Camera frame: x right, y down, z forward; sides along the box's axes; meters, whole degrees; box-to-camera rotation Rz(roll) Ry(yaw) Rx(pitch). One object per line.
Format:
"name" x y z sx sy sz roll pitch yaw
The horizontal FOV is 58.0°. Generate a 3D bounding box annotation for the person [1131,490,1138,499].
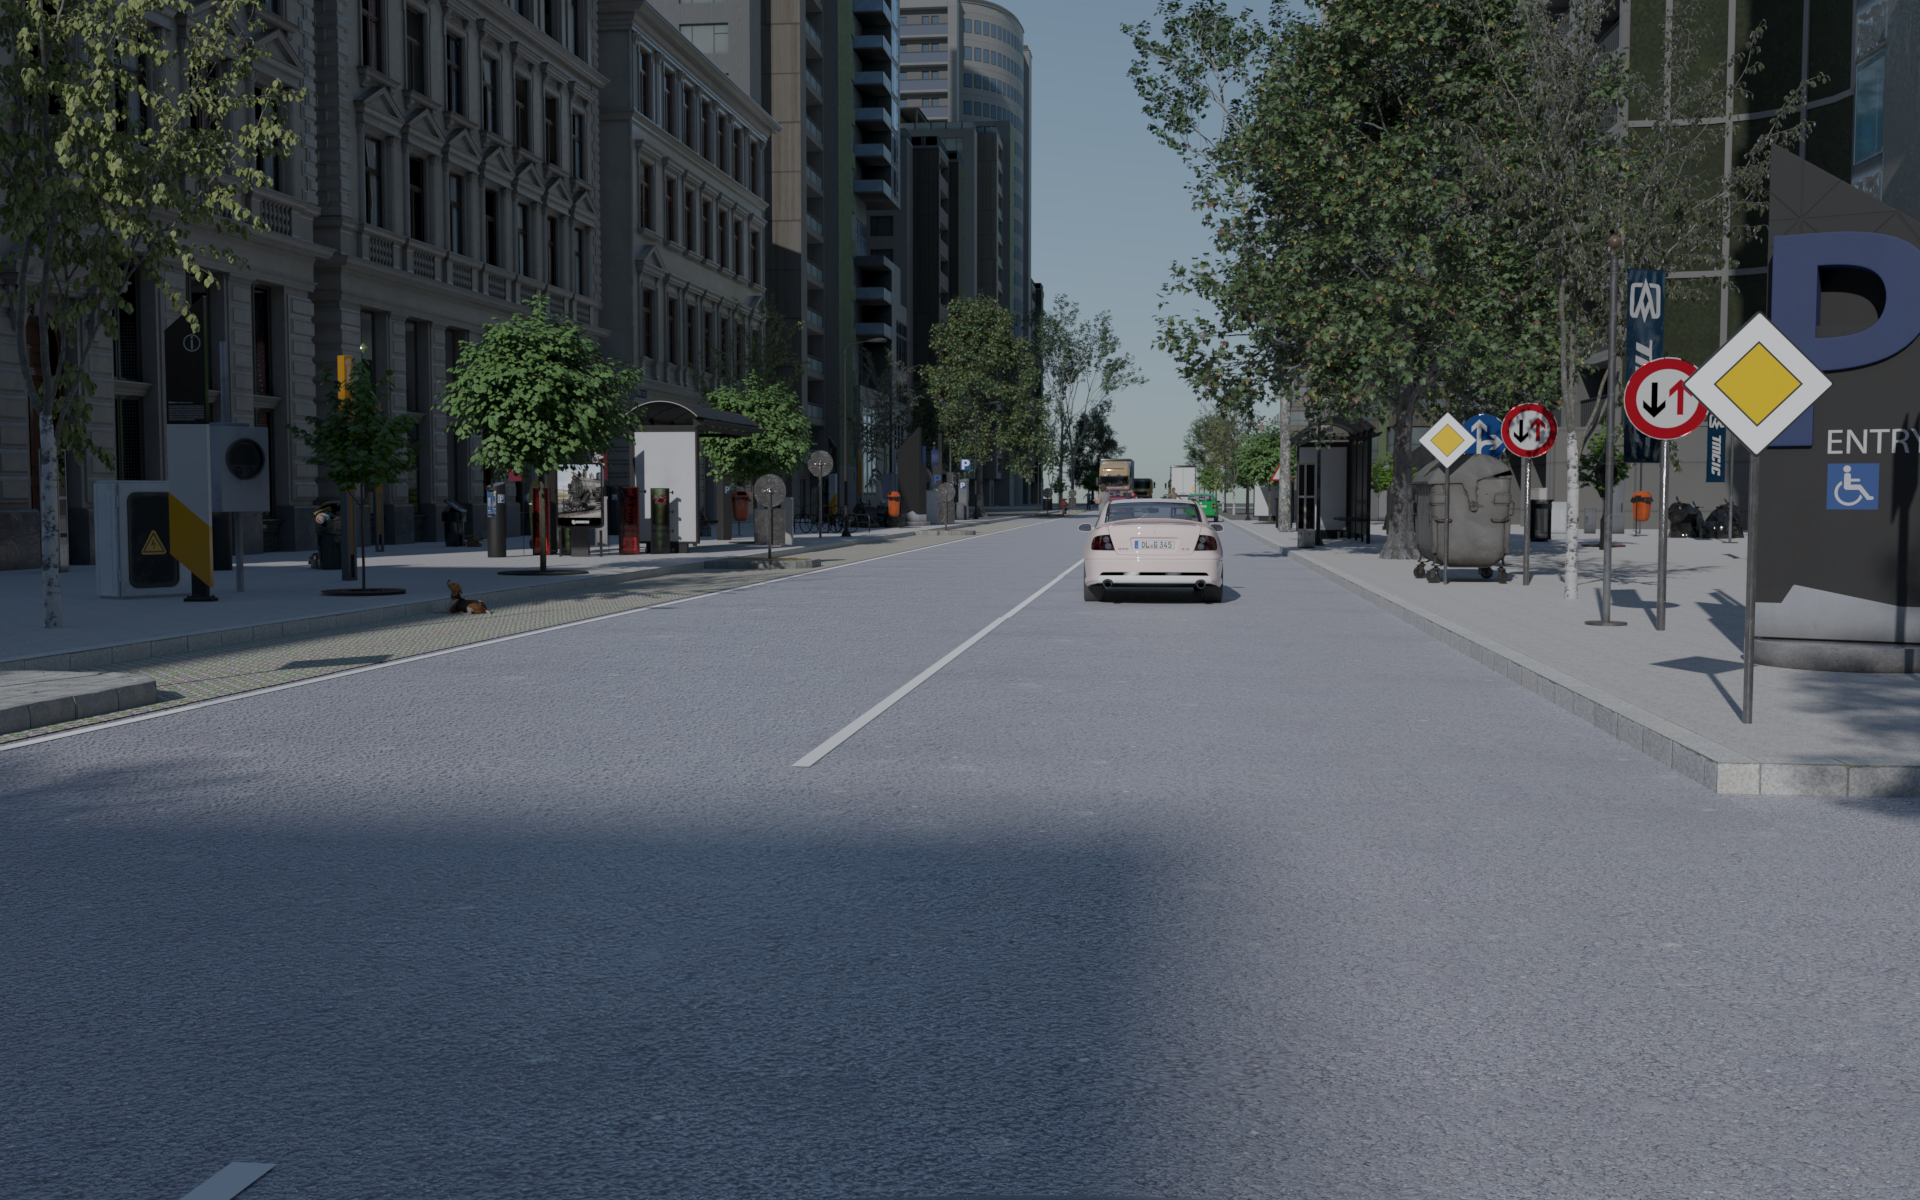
"person" 11.112 -6.292 112.305 0.756 1.711 0.436 2 4 25

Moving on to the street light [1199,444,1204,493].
"street light" 22.864 -11.468 160.043 1.470 5.913 1.316 0 4 7

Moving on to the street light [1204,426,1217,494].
"street light" 17.689 -8.955 118.953 1.470 5.913 1.316 0 4 7

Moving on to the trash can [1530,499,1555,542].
"trash can" 15.579 -2.134 46.544 0.748 1.137 0.748 0 3 0

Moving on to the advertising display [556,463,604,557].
"advertising display" -7.758 -1.844 35.371 0.974 1.923 0.123 0 4 5

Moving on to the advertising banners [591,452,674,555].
"advertising banners" -6.933 -2.458 36.377 2.074 3.025 0.090 -3 5 -41

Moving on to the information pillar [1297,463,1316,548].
"information pillar" 8.207 -2.234 41.010 0.304 2.012 0.304 -2 4 -23

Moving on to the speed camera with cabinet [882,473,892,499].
"speed camera with cabinet" -2.670 -5.021 76.421 0.660 3.252 2.038 2 4 29

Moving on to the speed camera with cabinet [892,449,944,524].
"speed camera with cabinet" -1.734 -4.835 73.380 2.038 3.252 0.660 -1 4 -9

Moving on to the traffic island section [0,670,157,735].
"traffic island section" -6.583 0.687 11.055 2.009 0.180 2.903 0 4 7

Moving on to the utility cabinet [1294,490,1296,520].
"utility cabinet" 15.870 -4.570 83.396 1.173 1.500 0.318 -2 4 -27

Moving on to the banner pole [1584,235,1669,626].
"banner pole" 6.555 -1.648 16.956 0.863 3.779 0.401 -1 4 -20

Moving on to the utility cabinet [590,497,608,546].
"utility cabinet" -9.166 -1.983 43.588 0.306 1.237 1.020 -2 4 -29

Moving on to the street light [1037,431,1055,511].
"street light" 6.348 -9.515 128.112 1.470 5.913 1.316 0 4 7

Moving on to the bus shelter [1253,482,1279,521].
"bus shelter" 14.361 -5.225 79.345 2.014 3.302 5.546 0 4 7

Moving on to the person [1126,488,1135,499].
"person" 9.498 -5.325 96.016 0.568 1.767 0.683 1 4 21

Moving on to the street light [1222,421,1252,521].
"street light" 13.389 -6.795 83.646 1.470 5.913 1.316 0 4 7

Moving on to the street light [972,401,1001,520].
"street light" 1.335 -6.999 86.972 1.470 5.913 1.316 0 4 7

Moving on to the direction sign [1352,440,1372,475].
"direction sign" 16.323 -4.808 70.600 0.876 3.537 0.379 1 4 18

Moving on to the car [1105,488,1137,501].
"car" 9.590 -5.903 105.186 2.281 1.827 5.304 0 4 6

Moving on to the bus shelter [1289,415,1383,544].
"bus shelter" 10.102 -3.246 47.003 2.014 3.302 5.546 0 4 7

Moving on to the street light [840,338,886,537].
"street light" -2.884 -4.849 51.827 1.470 5.913 1.316 0 4 7

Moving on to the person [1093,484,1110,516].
"person" 4.882 -3.052 58.760 0.716 1.782 0.532 -2 4 -35

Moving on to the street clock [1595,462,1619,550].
"street clock" 14.775 -2.144 39.625 0.471 2.002 0.358 0 4 -6

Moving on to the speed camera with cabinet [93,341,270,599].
"speed camera with cabinet" -9.815 -1.685 21.892 0.660 3.252 2.038 3 4 37

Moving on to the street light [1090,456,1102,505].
"street light" 16.560 -14.564 210.656 1.470 5.913 1.316 0 4 7

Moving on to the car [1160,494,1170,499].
"car" 25.669 -12.307 213.021 2.131 1.459 4.920 1 4 8

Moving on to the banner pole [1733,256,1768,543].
"banner pole" 7.697 -1.614 16.398 0.401 3.779 0.863 3 4 37

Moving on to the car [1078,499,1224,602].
"car" 2.692 -0.735 24.384 2.083 1.381 4.827 0 4 5

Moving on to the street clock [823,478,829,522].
"street clock" -5.988 -4.472 77.689 0.358 2.002 0.471 -1 4 -19

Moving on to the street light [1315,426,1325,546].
"street light" 8.342 -4.300 42.849 1.470 5.913 1.316 0 4 7

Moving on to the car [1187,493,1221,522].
"car" 12.450 -4.925 89.313 1.959 1.807 4.718 1 4 9

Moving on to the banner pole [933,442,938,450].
"banner pole" -1.141 -5.710 83.382 0.401 3.779 0.863 -2 4 -26

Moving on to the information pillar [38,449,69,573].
"information pillar" -14.754 -1.450 28.199 0.304 2.012 0.304 0 4 -1

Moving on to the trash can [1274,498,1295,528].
"trash can" 11.689 -3.107 62.458 0.748 1.137 0.748 0 3 0

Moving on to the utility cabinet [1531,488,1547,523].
"utility cabinet" 20.833 -3.289 62.451 0.318 1.500 1.173 0 4 3

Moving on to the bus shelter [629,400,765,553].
"bus shelter" -6.106 -2.814 39.938 2.014 3.302 5.546 0 4 7

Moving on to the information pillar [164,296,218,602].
"information pillar" -9.150 -1.788 20.582 0.504 3.616 0.183 0 4 -1

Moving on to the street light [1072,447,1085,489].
"street light" 11.581 -12.068 169.849 1.470 5.913 1.316 0 4 7

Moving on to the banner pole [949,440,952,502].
"banner pole" -0.452 -5.488 79.738 0.401 3.779 0.863 0 4 3

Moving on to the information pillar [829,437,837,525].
"information pillar" -5.200 -4.856 70.756 0.183 3.616 0.504 -3 4 -39

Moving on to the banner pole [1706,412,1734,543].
"banner pole" 19.872 -3.372 45.146 0.863 3.779 0.401 1 4 11

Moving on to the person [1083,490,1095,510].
"person" 11.827 -9.196 158.936 1.350 1.814 0.705 3 4 37

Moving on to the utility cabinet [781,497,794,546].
"utility cabinet" -4.269 -1.938 42.852 0.306 1.237 1.020 0 4 -4

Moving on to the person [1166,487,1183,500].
"person" 12.618 -5.729 102.179 1.348 1.823 0.705 -1 4 -21
